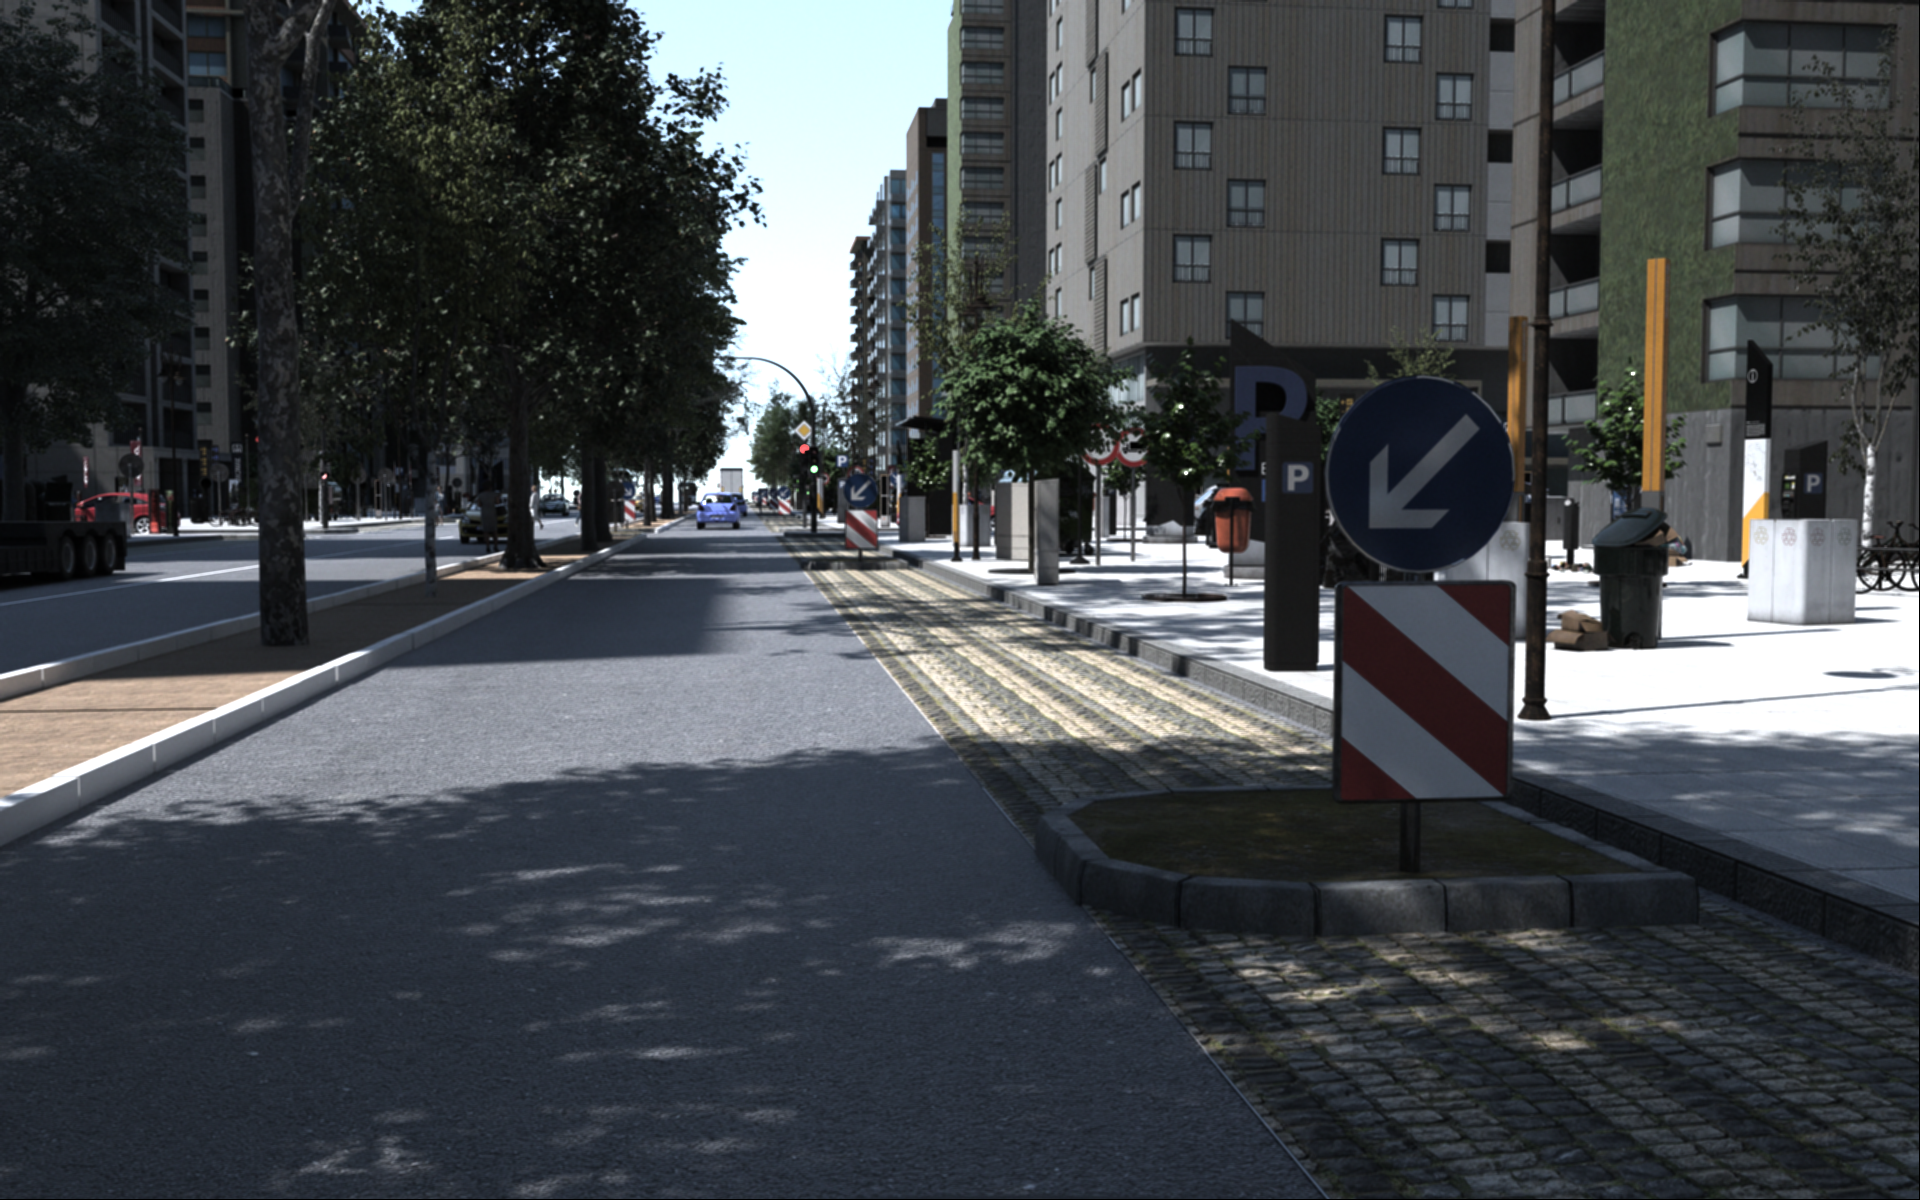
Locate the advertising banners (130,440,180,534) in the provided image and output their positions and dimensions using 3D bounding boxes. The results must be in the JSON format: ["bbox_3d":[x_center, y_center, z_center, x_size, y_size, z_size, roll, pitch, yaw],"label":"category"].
[{"bbox_3d":[-25.930,-3.642,55.732,2.074,3.025,0.090,2,4,24],"label":"advertising banners"}]

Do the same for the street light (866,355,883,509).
[{"bbox_3d":[-2.857,-5.194,57.714,0.468,5.910,1.993,0,4,-7],"label":"street light"}]

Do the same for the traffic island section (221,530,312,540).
[{"bbox_3d":[-22.323,-2.045,55.724,2.009,0.180,2.903,0,4,-7],"label":"traffic island section"}]

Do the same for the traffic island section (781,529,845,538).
[{"bbox_3d":[-4.872,-2.181,57.938,2.009,0.180,2.903,0,4,-7],"label":"traffic island section"}]

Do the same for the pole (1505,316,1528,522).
[{"bbox_3d":[6.415,-1.599,19.990,0.158,3.312,0.155,0,3,0],"label":"pole"}]

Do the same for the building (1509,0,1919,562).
[{"bbox_3d":[20.548,-21.740,39.038,14.154,41.232,14.086,0,4,-7],"label":"building"}]

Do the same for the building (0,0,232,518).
[{"bbox_3d":[-53.084,-40.255,96.415,20.563,71.187,20.611,0,4,-7],"label":"building"}]

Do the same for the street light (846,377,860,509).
[{"bbox_3d":[-4.223,-5.861,68.610,0.468,5.910,1.993,0,4,-7],"label":"street light"}]

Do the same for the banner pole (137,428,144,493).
[{"bbox_3d":[-31.080,-4.629,65.698,0.401,3.779,0.863,-3,4,-37],"label":"banner pole"}]

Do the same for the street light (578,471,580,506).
[{"bbox_3d":[-41.096,-13.086,186.736,0.468,5.910,1.993,0,4,-7],"label":"street light"}]

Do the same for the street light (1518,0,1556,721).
[{"bbox_3d":[3.281,-2.259,9.717,0.468,5.910,1.993,0,4,-7],"label":"street light"}]

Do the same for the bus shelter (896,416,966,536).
[{"bbox_3d":[-0.915,-3.912,55.242,1.731,3.624,6.357,0,4,-7],"label":"bus shelter"}]

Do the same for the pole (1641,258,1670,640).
[{"bbox_3d":[6.063,-1.302,15.125,0.158,3.312,0.155,0,3,0],"label":"pole"}]

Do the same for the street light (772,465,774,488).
[{"bbox_3d":[-22.990,-14.863,215.791,0.468,5.910,1.993,0,4,-7],"label":"street light"}]

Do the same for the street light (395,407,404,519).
[{"bbox_3d":[-28.265,-7.005,87.323,0.468,5.910,1.993,0,4,-7],"label":"street light"}]

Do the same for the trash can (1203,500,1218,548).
[{"bbox_3d":[6.146,-1.801,41.103,0.748,1.137,0.748,0,3,0],"label":"trash can"}]

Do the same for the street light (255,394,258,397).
[{"bbox_3d":[-25.432,-5.557,63.652,0.468,5.910,1.993,0,4,-7],"label":"street light"}]

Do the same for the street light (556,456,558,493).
[{"bbox_3d":[-38.031,-11.640,163.095,0.468,5.910,1.993,0,4,-7],"label":"street light"}]

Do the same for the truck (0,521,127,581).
[{"bbox_3d":[-14.791,-1.955,21.715,2.967,4.110,18.799,-1,4,-9],"label":"truck"}]

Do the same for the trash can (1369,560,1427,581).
[{"bbox_3d":[4.736,-0.432,18.723,0.748,1.137,0.748,0,3,0],"label":"trash can"}]

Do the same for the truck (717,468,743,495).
[{"bbox_3d":[-25.254,-12.348,190.795,2.839,4.237,11.283,-1,4,-9],"label":"truck"}]

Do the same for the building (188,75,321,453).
[{"bbox_3d":[-54.512,-21.486,122.992,14.160,30.474,14.107,0,4,-7],"label":"building"}]

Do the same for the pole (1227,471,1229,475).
[{"bbox_3d":[11.712,-4.983,75.319,0.158,3.312,0.155,0,3,0],"label":"pole"}]

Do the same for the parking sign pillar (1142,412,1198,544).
[{"bbox_3d":[5.492,-3.470,45.199,1.447,3.967,1.447,-3,5,-44],"label":"parking sign pillar"}]

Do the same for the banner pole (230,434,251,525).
[{"bbox_3d":[-29.978,-5.034,72.326,0.863,3.779,0.401,-1,4,-22],"label":"banner pole"}]

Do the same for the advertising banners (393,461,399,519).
[{"bbox_3d":[-29.480,-5.755,90.288,0.090,3.025,2.074,-1,4,-16],"label":"advertising banners"}]

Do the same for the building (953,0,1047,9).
[{"bbox_3d":[6.226,-27.575,134.454,14.154,41.232,14.086,0,4,-7],"label":"building"}]

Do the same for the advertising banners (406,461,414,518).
[{"bbox_3d":[-29.453,-5.921,93.003,0.090,3.025,2.074,-1,4,-14],"label":"advertising banners"}]

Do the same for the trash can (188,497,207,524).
[{"bbox_3d":[-33.174,-3.899,75.399,0.748,1.137,0.748,0,3,0],"label":"trash can"}]

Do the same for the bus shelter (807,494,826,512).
[{"bbox_3d":[-10.582,-8.176,124.963,1.731,3.624,6.357,0,4,-7],"label":"bus shelter"}]

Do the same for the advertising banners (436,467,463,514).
[{"bbox_3d":[-32.850,-7.018,110.930,2.074,3.025,0.090,-3,5,-43],"label":"advertising banners"}]

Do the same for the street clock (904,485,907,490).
[{"bbox_3d":[-4.292,-8.227,139.089,0.358,2.002,0.471,2,4,29],"label":"street clock"}]

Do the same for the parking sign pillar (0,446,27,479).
[{"bbox_3d":[-46.609,-5.912,85.130,1.447,3.967,1.447,-1,4,-13],"label":"parking sign pillar"}]

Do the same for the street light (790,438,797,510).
[{"bbox_3d":[-13.842,-10.462,143.843,0.468,5.910,1.993,0,4,-7],"label":"street light"}]

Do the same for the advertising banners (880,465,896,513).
[{"bbox_3d":[-4.859,-6.622,104.455,2.074,3.025,0.090,-1,4,-12],"label":"advertising banners"}]

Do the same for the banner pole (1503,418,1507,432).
[{"bbox_3d":[15.950,-3.678,50.146,0.401,3.779,0.863,-1,4,-21],"label":"banner pole"}]

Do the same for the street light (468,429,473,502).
[{"bbox_3d":[-31.525,-8.497,111.714,0.468,5.910,1.993,0,4,-7],"label":"street light"}]

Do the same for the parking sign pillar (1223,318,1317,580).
[{"bbox_3d":[4.773,-2.323,26.456,1.447,3.967,1.447,0,4,7],"label":"parking sign pillar"}]

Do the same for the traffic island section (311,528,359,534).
[{"bbox_3d":[-23.334,-2.530,63.646,2.009,0.180,2.903,0,4,-7],"label":"traffic island section"}]

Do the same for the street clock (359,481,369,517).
[{"bbox_3d":[-32.645,-5.524,94.894,0.471,2.002,0.358,1,4,19],"label":"street clock"}]

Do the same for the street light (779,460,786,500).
[{"bbox_3d":[-16.984,-11.937,167.957,0.468,5.910,1.993,0,4,-7],"label":"street light"}]

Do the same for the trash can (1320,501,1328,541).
[{"bbox_3d":[7.824,-1.646,38.561,0.748,1.137,0.748,0,3,0],"label":"trash can"}]

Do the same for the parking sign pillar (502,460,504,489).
[{"bbox_3d":[-36.669,-9.063,136.645,1.447,3.967,1.447,0,4,-6],"label":"parking sign pillar"}]

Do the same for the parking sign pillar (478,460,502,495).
[{"bbox_3d":[-36.618,-8.909,134.141,1.447,3.967,1.447,0,4,4],"label":"parking sign pillar"}]

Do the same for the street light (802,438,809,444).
[{"bbox_3d":[-10.356,-8.793,116.546,0.468,5.910,1.993,0,4,-7],"label":"street light"}]

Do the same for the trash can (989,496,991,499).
[{"bbox_3d":[2.317,-6.351,115.489,0.748,1.137,0.748,0,3,0],"label":"trash can"}]

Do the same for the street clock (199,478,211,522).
[{"bbox_3d":[-34.155,-4.517,78.431,0.471,2.002,0.358,-3,4,-37],"label":"street clock"}]

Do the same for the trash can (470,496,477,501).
[{"bbox_3d":[-38.295,-7.642,136.606,0.748,1.137,0.748,0,3,0],"label":"trash can"}]

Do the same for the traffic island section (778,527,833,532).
[{"bbox_3d":[-5.883,-2.665,65.859,2.009,0.180,2.903,0,4,-7],"label":"traffic island section"}]

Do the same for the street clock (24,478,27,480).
[{"bbox_3d":[-41.934,-4.468,77.626,0.358,2.002,0.471,-2,4,-34],"label":"street clock"}]

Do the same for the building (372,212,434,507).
[{"bbox_3d":[-60.412,-24.420,170.966,14.160,30.474,14.107,0,4,-7],"label":"building"}]

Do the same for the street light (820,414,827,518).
[{"bbox_3d":[-7.262,-7.318,92.438,0.468,5.910,1.993,0,4,-7],"label":"street light"}]

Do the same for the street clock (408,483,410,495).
[{"bbox_3d":[-36.321,-6.675,113.707,0.358,2.002,0.471,2,4,31],"label":"street clock"}]

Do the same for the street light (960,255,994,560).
[{"bbox_3d":[0.315,-3.723,33.654,0.468,5.910,1.993,0,4,-7],"label":"street light"}]

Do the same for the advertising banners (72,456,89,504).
[{"bbox_3d":[-40.710,-5.126,79.990,2.074,3.025,0.090,3,4,38],"label":"advertising banners"}]

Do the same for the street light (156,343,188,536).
[{"bbox_3d":[-23.985,-4.895,52.818,0.468,5.910,1.993,0,4,-7],"label":"street light"}]

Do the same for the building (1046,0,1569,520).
[{"bbox_3d":[20.011,-31.101,97.746,27.495,52.752,28.713,0,4,-7],"label":"building"}]
